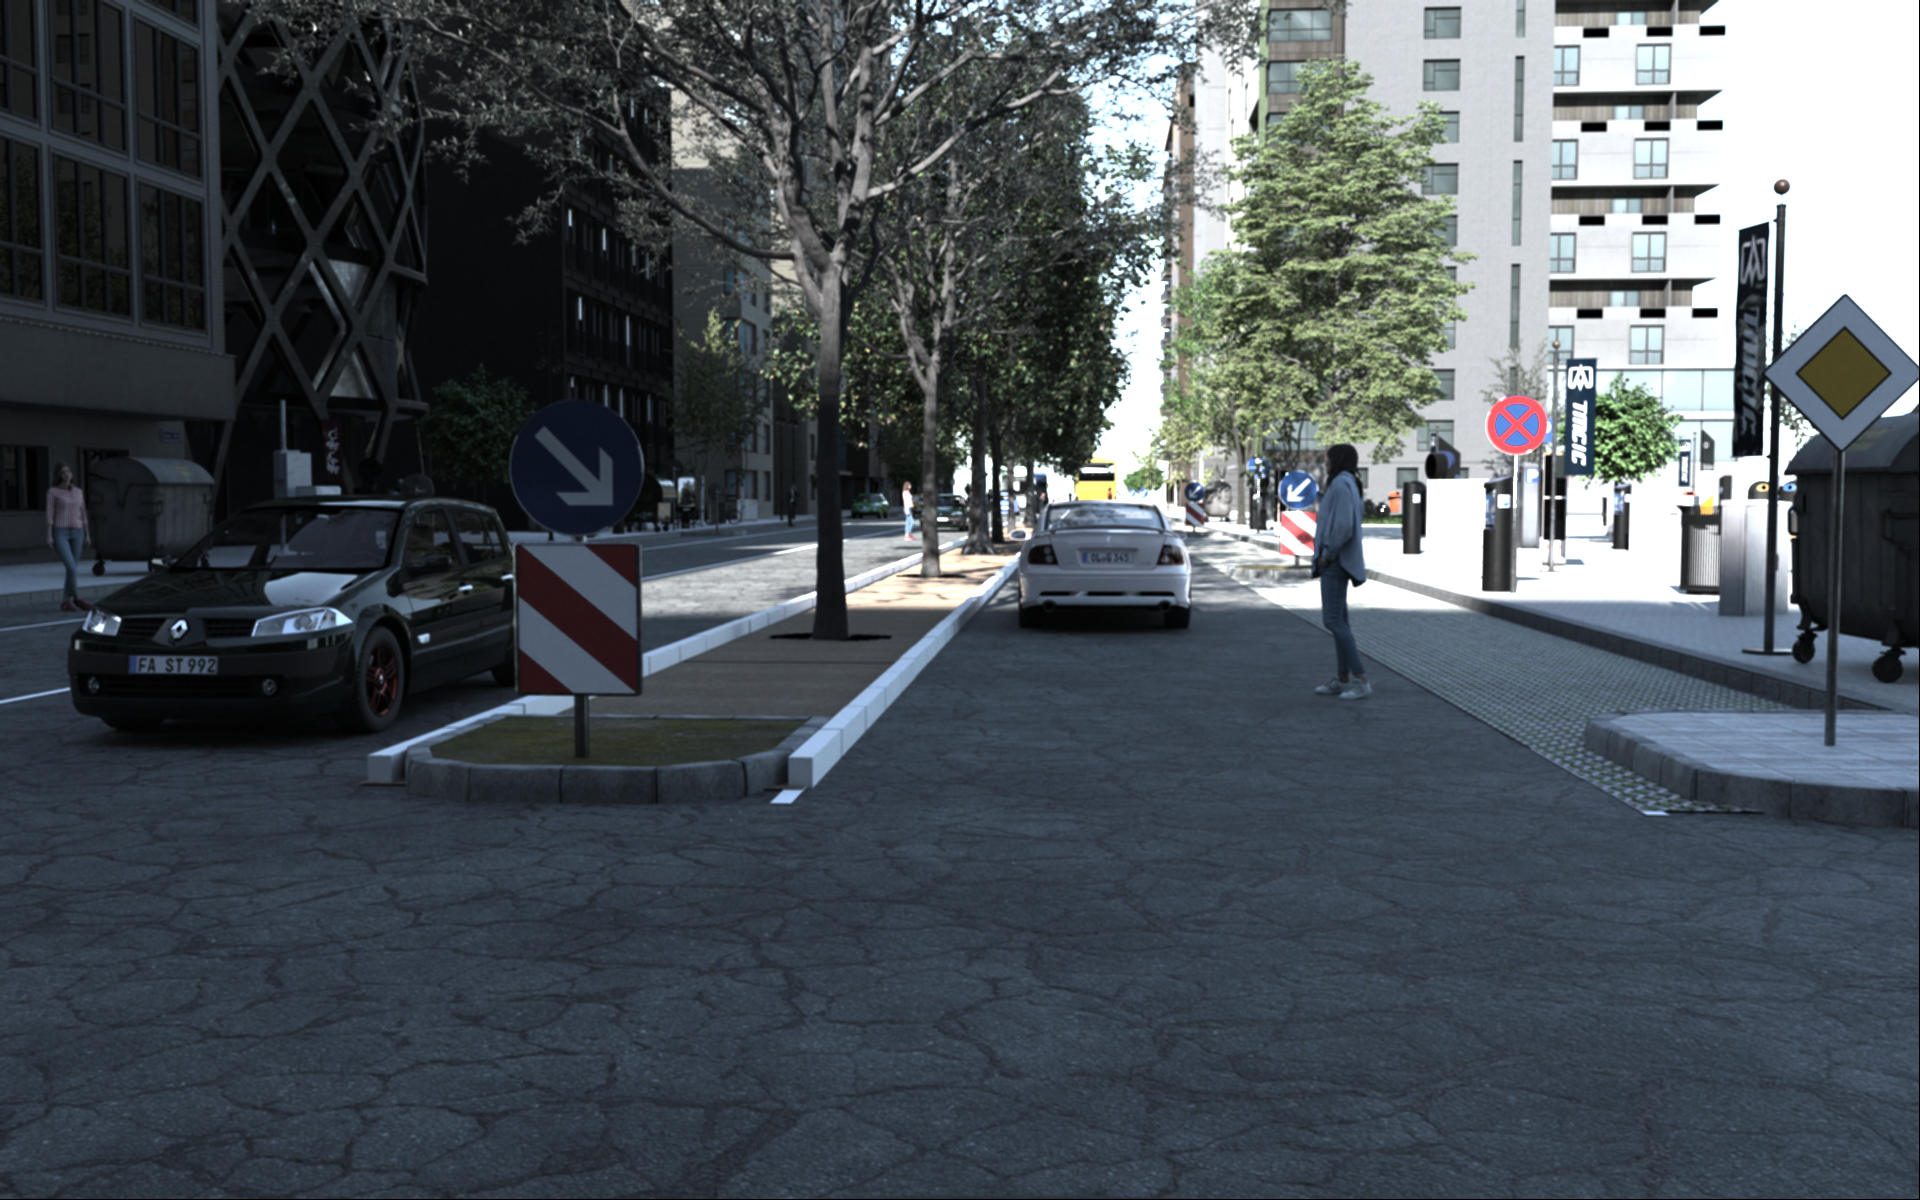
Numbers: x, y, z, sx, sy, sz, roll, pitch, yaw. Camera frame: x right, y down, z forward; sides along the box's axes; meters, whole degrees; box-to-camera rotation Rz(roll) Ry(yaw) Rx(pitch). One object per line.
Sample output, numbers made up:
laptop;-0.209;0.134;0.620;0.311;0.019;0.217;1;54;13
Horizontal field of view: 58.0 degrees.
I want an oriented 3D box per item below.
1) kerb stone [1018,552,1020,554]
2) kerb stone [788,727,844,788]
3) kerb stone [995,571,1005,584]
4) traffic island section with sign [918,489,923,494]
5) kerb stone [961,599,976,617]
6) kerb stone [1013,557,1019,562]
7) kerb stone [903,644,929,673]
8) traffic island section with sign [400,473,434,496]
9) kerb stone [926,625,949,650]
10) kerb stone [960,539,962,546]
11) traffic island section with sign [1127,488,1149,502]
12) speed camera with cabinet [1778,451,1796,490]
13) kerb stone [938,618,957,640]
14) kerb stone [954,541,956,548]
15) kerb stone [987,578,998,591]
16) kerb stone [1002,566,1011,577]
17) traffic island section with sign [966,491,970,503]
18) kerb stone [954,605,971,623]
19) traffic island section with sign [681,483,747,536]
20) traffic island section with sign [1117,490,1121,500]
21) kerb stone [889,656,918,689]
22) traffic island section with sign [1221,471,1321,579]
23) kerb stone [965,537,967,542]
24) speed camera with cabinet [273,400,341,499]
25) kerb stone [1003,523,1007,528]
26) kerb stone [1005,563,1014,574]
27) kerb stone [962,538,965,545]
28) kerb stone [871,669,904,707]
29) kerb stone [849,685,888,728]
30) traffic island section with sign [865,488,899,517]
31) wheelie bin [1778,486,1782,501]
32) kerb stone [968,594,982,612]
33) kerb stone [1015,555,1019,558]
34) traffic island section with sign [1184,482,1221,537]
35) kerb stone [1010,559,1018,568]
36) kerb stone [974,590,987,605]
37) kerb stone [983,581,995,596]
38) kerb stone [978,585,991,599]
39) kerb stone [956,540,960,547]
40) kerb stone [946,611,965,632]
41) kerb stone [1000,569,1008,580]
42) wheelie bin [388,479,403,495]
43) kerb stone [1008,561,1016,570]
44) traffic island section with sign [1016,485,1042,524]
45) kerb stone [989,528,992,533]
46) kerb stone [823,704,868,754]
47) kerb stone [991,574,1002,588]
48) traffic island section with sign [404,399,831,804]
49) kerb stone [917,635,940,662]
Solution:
kerb stone;1.257;-0.875;36.520;0.120;0.150;1.000;0;4;4
kerb stone;-0.741;0.811;8.937;0.120;0.150;1.000;0;4;4
kerb stone;0.594;-0.313;27.311;0.120;0.150;1.000;0;4;4
traffic island section with sign;-2.931;-7.787;135.940;1.989;1.847;2.006;0;4;4
kerb stone;0.069;0.125;20.176;0.120;0.150;1.000;0;4;4
kerb stone;1.026;-0.689;33.454;0.120;0.150;1.000;0;4;4
kerb stone;-0.376;0.498;14.050;0.120;0.150;1.000;0;4;4
traffic island section with sign;-10.404;-1.468;32.626;1.989;1.847;2.006;0;4;4
kerb stone;-0.229;0.373;16.089;0.120;0.150;1.000;0;4;4
kerb stone;-0.100;-1.510;46.897;0.120;0.150;1.000;0;4;4
traffic island section with sign;11.361;-6.116;108.626;1.989;1.847;2.006;0;4;4
speed camera with cabinet;38.523;-5.206;79.449;2.038;3.252;0.660;0;4;-4
kerb stone;-0.154;0.311;17.116;0.120;0.150;1.000;0;4;4
kerb stone;-0.253;-1.384;44.840;0.120;0.150;1.000;0;4;4
kerb stone;0.435;-0.186;25.274;0.120;0.150;1.000;0;4;4
kerb stone;0.745;-0.438;29.356;0.120;0.150;1.000;0;4;4
traffic island section with sign;1.087;-11.180;191.423;1.989;1.847;2.006;0;4;4
kerb stone;-0.002;0.186;19.157;0.120;0.150;1.000;0;4;4
traffic island section with sign;-8.439;-3.128;59.778;1.989;1.847;2.006;0;4;4
traffic island section with sign;13.295;-7.763;135.558;1.989;1.847;2.006;0;4;4
kerb stone;-0.443;0.562;13.027;0.120;0.150;1.000;0;4;4
traffic island section with sign;5.670;-1.311;30.067;1.989;1.847;2.006;0;4;4
kerb stone;0.046;-1.630;48.940;0.120;0.150;1.000;0;4;4
speed camera with cabinet;-13.619;-2.556;36.122;0.660;3.252;2.038;-3;5;-44
kerb stone;2.120;-3.386;77.587;0.120;0.150;1.000;0;4;4
kerb stone;0.815;-0.501;30.385;0.120;0.150;1.000;0;4;4
kerb stone;-0.031;-1.573;47.917;0.120;0.150;1.000;0;4;4
kerb stone;-0.517;0.624;12.005;0.120;0.150;1.000;0;4;4
kerb stone;-0.591;0.686;10.986;0.120;0.150;1.000;0;4;4
traffic island section with sign;-4.891;-6.131;108.866;1.989;1.847;2.006;0;4;4
wheelie bin;31.469;-3.538;65.755;0.980;1.594;0.693;0;4;6
kerb stone;0.150;0.061;21.195;0.120;0.150;1.000;0;4;4
kerb stone;1.109;-0.751;34.476;0.120;0.150;1.000;0;4;4
traffic island section with sign;7.689;-3.015;57.921;1.989;1.847;2.006;0;4;4
kerb stone;0.954;-0.626;32.430;0.120;0.150;1.000;0;4;4
kerb stone;0.219;0.005;22.216;0.120;0.150;1.000;0;4;4
kerb stone;0.370;-0.126;24.254;0.120;0.150;1.000;0;4;4
kerb stone;0.291;-0.061;23.235;0.120;0.150;1.000;0;4;4
kerb stone;-0.174;-1.447;45.869;0.120;0.150;1.000;0;4;4
kerb stone;-0.073;0.248;18.136;0.120;0.150;1.000;0;4;4
kerb stone;0.659;-0.375;28.331;0.120;0.150;1.000;0;4;4
wheelie bin;-12.009;-1.818;37.635;0.693;1.594;0.980;1;4;20
kerb stone;0.887;-0.564;31.410;0.120;0.150;1.000;0;4;4
traffic island section with sign;3.621;-4.634;83.908;2.006;1.907;1.989;0;4;4
kerb stone;1.309;-2.698;66.328;0.120;0.150;1.000;0;4;4
kerb stone;-0.667;0.748;9.965;0.120;0.150;1.000;0;4;4
kerb stone;0.515;-0.251;26.292;0.120;0.150;1.000;0;4;4
traffic island section with sign;-1.792;-0.051;8.964;2.006;1.907;1.989;0;4;4
kerb stone;-0.302;0.440;15.070;0.120;0.150;1.000;0;4;4
